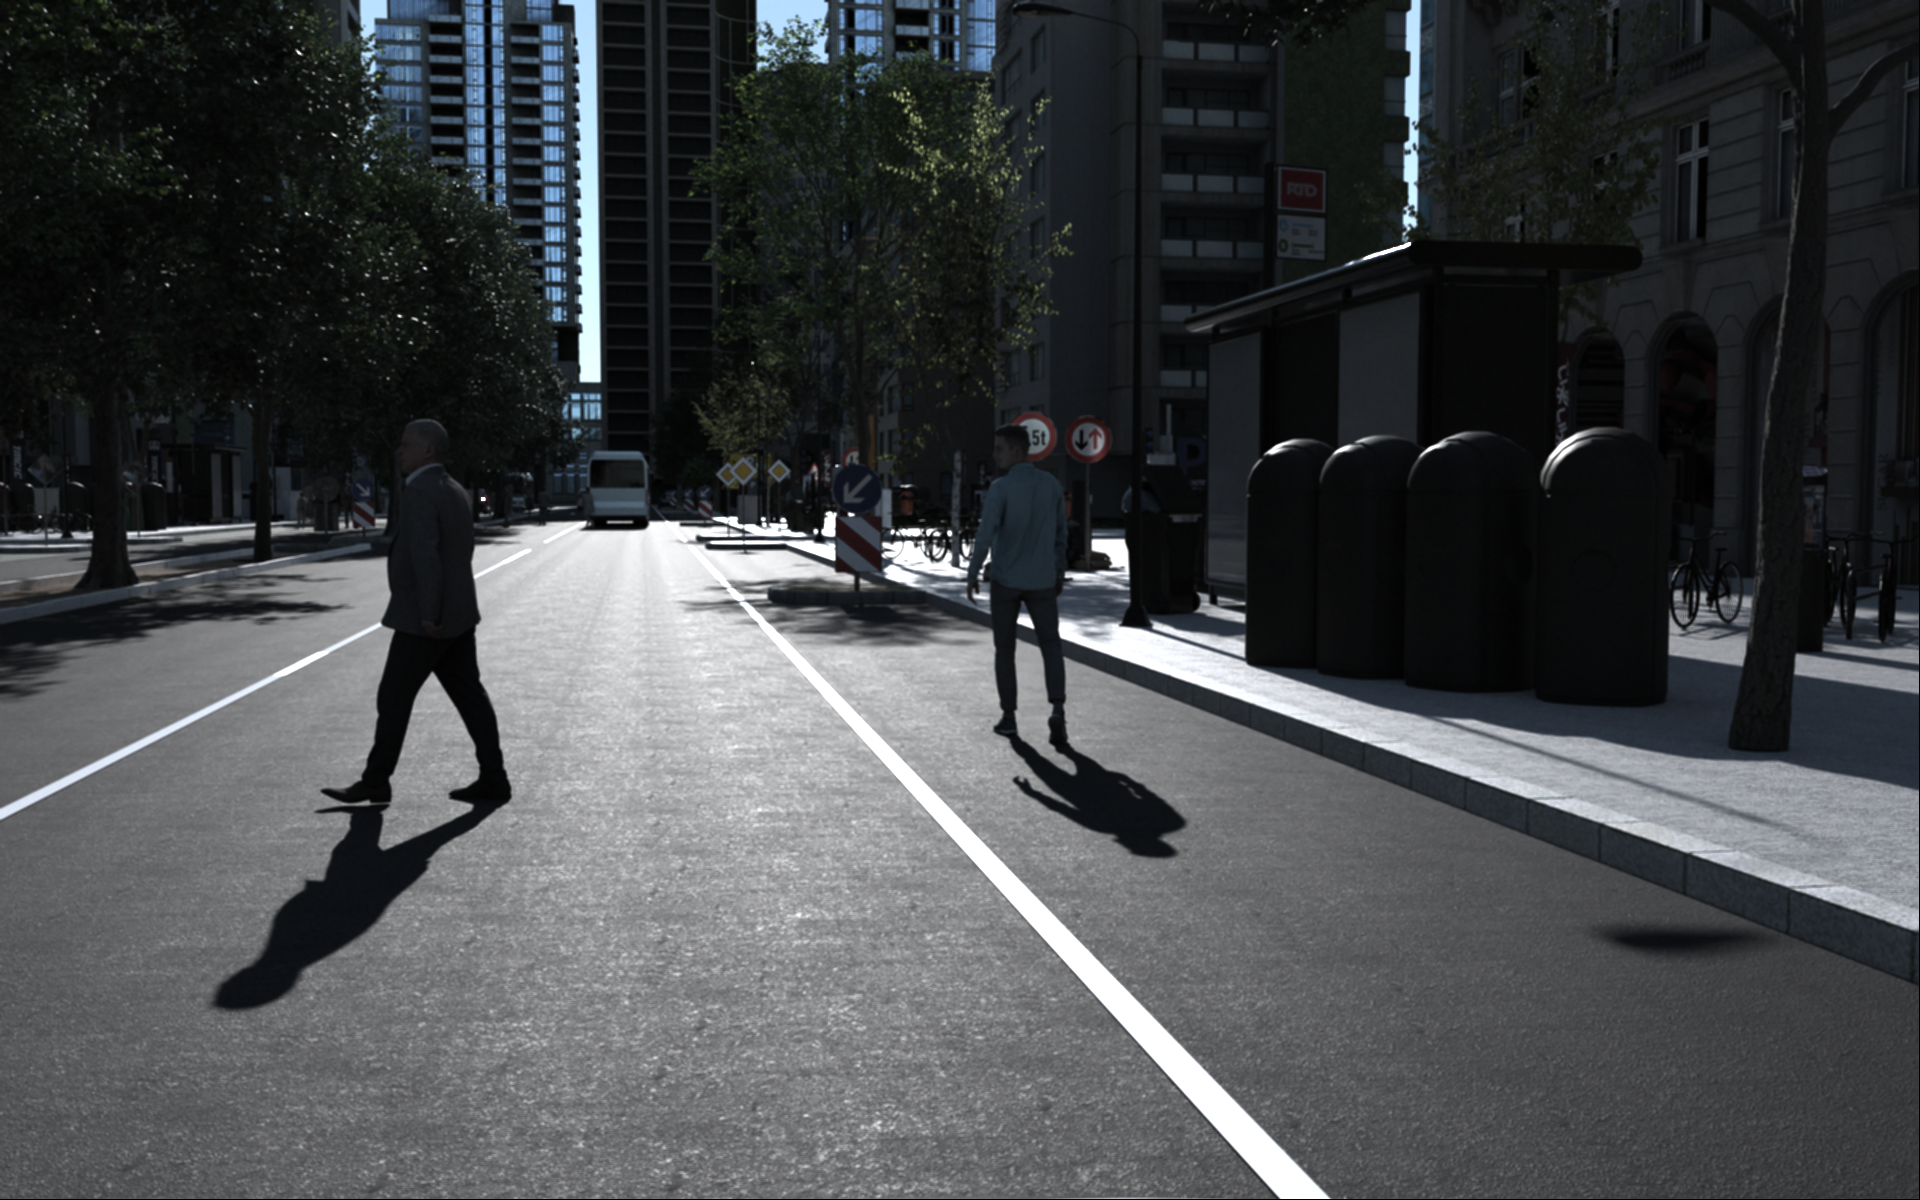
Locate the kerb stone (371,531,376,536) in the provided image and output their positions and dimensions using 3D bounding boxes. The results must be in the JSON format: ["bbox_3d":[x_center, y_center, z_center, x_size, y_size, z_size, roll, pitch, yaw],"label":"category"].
[{"bbox_3d":[-20.006,-2.229,58.639,0.120,0.150,1.000,-1,4,-10],"label":"kerb stone"}]

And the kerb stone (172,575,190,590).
[{"bbox_3d":[-11.902,-0.248,26.243,0.120,0.150,1.000,-1,4,-10],"label":"kerb stone"}]

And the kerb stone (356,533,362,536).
[{"bbox_3d":[-19.442,-2.044,55.616,0.120,0.150,1.000,-1,4,-10],"label":"kerb stone"}]

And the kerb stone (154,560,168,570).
[{"bbox_3d":[-15.266,-0.648,32.859,0.120,0.150,1.000,-1,4,-10],"label":"kerb stone"}]

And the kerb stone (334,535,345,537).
[{"bbox_3d":[-18.891,-1.859,52.593,0.120,0.150,1.000,-1,4,-10],"label":"kerb stone"}]

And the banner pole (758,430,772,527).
[{"bbox_3d":[-7.693,-4.760,67.845,0.401,3.779,0.863,-3,4,-38],"label":"banner pole"}]

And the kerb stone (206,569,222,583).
[{"bbox_3d":[-12.273,-0.371,28.255,0.120,0.150,1.000,-1,4,-10],"label":"kerb stone"}]

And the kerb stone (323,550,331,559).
[{"bbox_3d":[-14.126,-0.987,38.336,0.120,0.150,1.000,-1,4,-10],"label":"kerb stone"}]

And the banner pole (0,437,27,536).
[{"bbox_3d":[-29.036,-3.857,53.077,0.401,3.779,0.863,3,5,42],"label":"banner pole"}]

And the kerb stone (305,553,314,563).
[{"bbox_3d":[-13.760,-0.864,36.325,0.120,0.150,1.000,-1,4,-10],"label":"kerb stone"}]

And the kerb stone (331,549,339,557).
[{"bbox_3d":[-14.322,-1.049,39.343,0.120,0.150,1.000,-1,4,-10],"label":"kerb stone"}]

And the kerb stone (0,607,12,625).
[{"bbox_3d":[-10.602,0.184,19.185,0.120,0.150,1.000,-1,4,-10],"label":"kerb stone"}]

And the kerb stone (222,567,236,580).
[{"bbox_3d":[-12.464,-0.433,29.279,0.120,0.150,1.000,-1,4,-10],"label":"kerb stone"}]

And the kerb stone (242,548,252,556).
[{"bbox_3d":[-16.559,-1.085,39.928,0.120,0.150,1.000,-1,4,-10],"label":"kerb stone"}]

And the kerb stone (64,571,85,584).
[{"bbox_3d":[-14.330,-0.340,27.824,0.120,0.150,1.000,-1,4,-10],"label":"kerb stone"}]

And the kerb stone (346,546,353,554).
[{"bbox_3d":[-14.691,-1.169,41.354,0.120,0.150,1.000,-1,4,-10],"label":"kerb stone"}]

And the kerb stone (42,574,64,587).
[{"bbox_3d":[-14.146,-0.283,26.819,0.120,0.150,1.000,-1,4,-10],"label":"kerb stone"}]

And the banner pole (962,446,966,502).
[{"bbox_3d":[0.203,-5.982,87.828,0.401,3.779,0.863,-1,4,-13],"label":"banner pole"}]

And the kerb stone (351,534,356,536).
[{"bbox_3d":[-19.261,-1.974,54.605,0.120,0.150,1.000,-1,4,-10],"label":"kerb stone"}]

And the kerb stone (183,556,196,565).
[{"bbox_3d":[-15.629,-0.776,34.878,0.120,0.150,1.000,-1,4,-10],"label":"kerb stone"}]

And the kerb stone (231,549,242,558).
[{"bbox_3d":[-16.375,-1.023,38.921,0.120,0.150,1.000,-1,4,-10],"label":"kerb stone"}]

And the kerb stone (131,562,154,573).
[{"bbox_3d":[-15.073,-0.586,31.846,0.120,0.150,1.000,-1,4,-10],"label":"kerb stone"}]

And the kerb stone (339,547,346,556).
[{"bbox_3d":[-14.505,-1.108,40.349,0.120,0.150,1.000,-1,4,-10],"label":"kerb stone"}]

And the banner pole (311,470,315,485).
[{"bbox_3d":[-38.297,-6.886,102.603,0.401,3.779,0.863,0,4,-5],"label":"banner pole"}]

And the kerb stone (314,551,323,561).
[{"bbox_3d":[-13.945,-0.923,37.330,0.120,0.150,1.000,-1,4,-10],"label":"kerb stone"}]

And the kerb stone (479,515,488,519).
[{"bbox_3d":[-27.797,-4.815,100.978,0.120,0.150,1.000,-1,4,-10],"label":"kerb stone"}]

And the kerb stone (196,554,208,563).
[{"bbox_3d":[-15.816,-0.837,35.889,0.120,0.150,1.000,-1,4,-10],"label":"kerb stone"}]

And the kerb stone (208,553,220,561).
[{"bbox_3d":[-16.004,-0.899,36.894,0.120,0.150,1.000,-1,4,-10],"label":"kerb stone"}]

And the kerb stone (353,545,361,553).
[{"bbox_3d":[-14.869,-1.233,42.361,0.120,0.150,1.000,-1,4,-10],"label":"kerb stone"}]

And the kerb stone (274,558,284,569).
[{"bbox_3d":[-13.209,-0.678,33.308,0.120,0.150,1.000,-1,4,-10],"label":"kerb stone"}]

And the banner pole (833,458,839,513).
[{"bbox_3d":[-8.567,-7.936,119.765,0.401,3.779,0.863,-2,4,-35],"label":"banner pole"}]

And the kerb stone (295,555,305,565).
[{"bbox_3d":[-13.578,-0.801,35.319,0.120,0.150,1.000,-1,4,-10],"label":"kerb stone"}]

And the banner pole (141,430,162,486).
[{"bbox_3d":[-31.502,-4.734,67.419,0.863,3.779,0.401,-2,4,-32],"label":"banner pole"}]

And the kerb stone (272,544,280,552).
[{"bbox_3d":[-17.299,-1.332,43.975,0.120,0.150,1.000,-1,4,-10],"label":"kerb stone"}]

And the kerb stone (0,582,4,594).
[{"bbox_3d":[-13.775,-0.157,24.807,0.120,0.150,1.000,-1,4,-10],"label":"kerb stone"}]

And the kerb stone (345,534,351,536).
[{"bbox_3d":[-19.074,-1.921,53.599,0.120,0.150,1.000,-1,4,-10],"label":"kerb stone"}]

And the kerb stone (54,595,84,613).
[{"bbox_3d":[-10.978,0.061,21.194,0.120,0.150,1.000,-1,4,-10],"label":"kerb stone"}]

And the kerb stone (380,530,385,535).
[{"bbox_3d":[-20.370,-2.351,60.658,0.120,0.150,1.000,-1,4,-10],"label":"kerb stone"}]

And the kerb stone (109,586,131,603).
[{"bbox_3d":[-11.348,-0.059,23.209,0.120,0.150,1.000,-1,4,-10],"label":"kerb stone"}]

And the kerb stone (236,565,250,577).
[{"bbox_3d":[-12.645,-0.495,30.285,0.120,0.150,1.000,-1,4,-10],"label":"kerb stone"}]

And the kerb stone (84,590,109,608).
[{"bbox_3d":[-11.158,0.002,22.200,0.120,0.150,1.000,-1,4,-10],"label":"kerb stone"}]

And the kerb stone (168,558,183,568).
[{"bbox_3d":[-15.437,-0.714,33.867,0.120,0.150,1.000,-1,4,-10],"label":"kerb stone"}]

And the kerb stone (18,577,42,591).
[{"bbox_3d":[-13.961,-0.221,25.812,0.120,0.150,1.000,-1,4,-10],"label":"kerb stone"}]

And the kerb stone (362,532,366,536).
[{"bbox_3d":[-19.637,-2.105,56.620,0.120,0.150,1.000,-1,4,-10],"label":"kerb stone"}]

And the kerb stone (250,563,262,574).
[{"bbox_3d":[-12.831,-0.555,31.290,0.120,0.150,1.000,-1,4,-10],"label":"kerb stone"}]

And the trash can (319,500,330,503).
[{"bbox_3d":[-36.071,-5.296,98.249,0.748,1.137,0.748,0,3,0],"label":"trash can"}]

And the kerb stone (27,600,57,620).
[{"bbox_3d":[-10.787,0.134,20.191,0.120,0.150,1.000,-1,4,-10],"label":"kerb stone"}]

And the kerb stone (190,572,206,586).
[{"bbox_3d":[-12.093,-0.305,27.247,0.120,0.150,1.000,-1,4,-10],"label":"kerb stone"}]

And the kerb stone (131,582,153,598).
[{"bbox_3d":[-11.533,-0.124,24.225,0.120,0.150,1.000,-1,4,-10],"label":"kerb stone"}]

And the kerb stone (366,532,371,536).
[{"bbox_3d":[-19.823,-2.164,57.634,0.120,0.150,1.000,-1,4,-10],"label":"kerb stone"}]

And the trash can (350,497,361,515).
[{"bbox_3d":[-36.164,-5.624,103.613,0.748,1.137,0.748,0,3,0],"label":"trash can"}]

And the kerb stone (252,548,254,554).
[{"bbox_3d":[-16.752,-1.142,40.940,0.120,0.150,1.000,-1,4,-10],"label":"kerb stone"}]

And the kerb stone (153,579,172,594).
[{"bbox_3d":[-11.710,-0.181,25.233,0.120,0.150,1.000,-1,4,-10],"label":"kerb stone"}]

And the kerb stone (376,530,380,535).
[{"bbox_3d":[-20.192,-2.290,59.645,0.120,0.150,1.000,-1,4,-10],"label":"kerb stone"}]

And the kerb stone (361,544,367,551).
[{"bbox_3d":[-15.056,-1.294,43.365,0.120,0.150,1.000,-1,4,-10],"label":"kerb stone"}]

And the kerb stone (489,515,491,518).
[{"bbox_3d":[-28.169,-4.940,102.988,0.120,0.150,1.000,-1,4,-10],"label":"kerb stone"}]

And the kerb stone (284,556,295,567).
[{"bbox_3d":[-13.396,-0.741,34.312,0.120,0.150,1.000,-1,4,-10],"label":"kerb stone"}]

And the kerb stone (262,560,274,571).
[{"bbox_3d":[-13.019,-0.607,32.304,0.120,0.150,1.000,-1,4,-10],"label":"kerb stone"}]

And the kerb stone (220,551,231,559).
[{"bbox_3d":[-16.188,-0.956,37.903,0.120,0.150,1.000,-1,4,-10],"label":"kerb stone"}]
